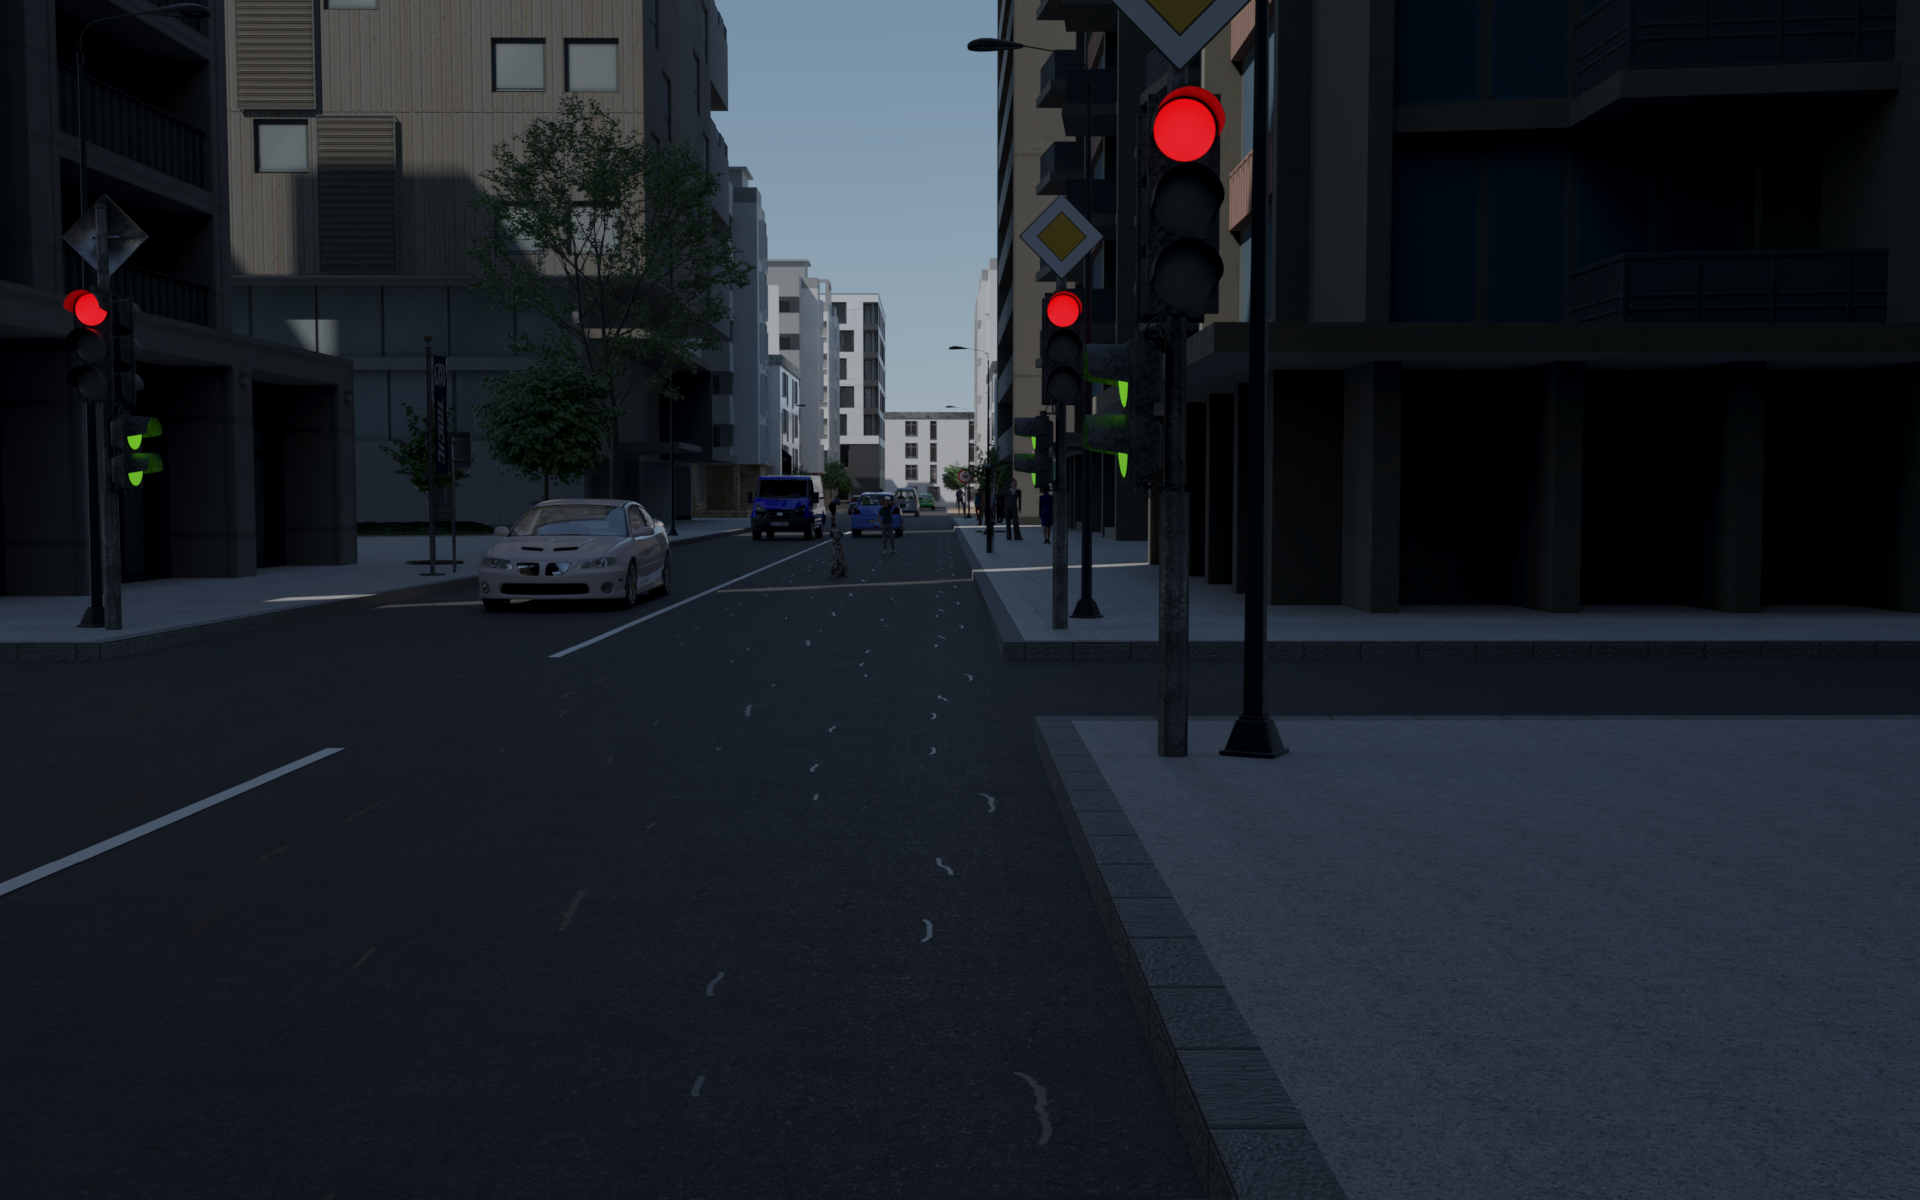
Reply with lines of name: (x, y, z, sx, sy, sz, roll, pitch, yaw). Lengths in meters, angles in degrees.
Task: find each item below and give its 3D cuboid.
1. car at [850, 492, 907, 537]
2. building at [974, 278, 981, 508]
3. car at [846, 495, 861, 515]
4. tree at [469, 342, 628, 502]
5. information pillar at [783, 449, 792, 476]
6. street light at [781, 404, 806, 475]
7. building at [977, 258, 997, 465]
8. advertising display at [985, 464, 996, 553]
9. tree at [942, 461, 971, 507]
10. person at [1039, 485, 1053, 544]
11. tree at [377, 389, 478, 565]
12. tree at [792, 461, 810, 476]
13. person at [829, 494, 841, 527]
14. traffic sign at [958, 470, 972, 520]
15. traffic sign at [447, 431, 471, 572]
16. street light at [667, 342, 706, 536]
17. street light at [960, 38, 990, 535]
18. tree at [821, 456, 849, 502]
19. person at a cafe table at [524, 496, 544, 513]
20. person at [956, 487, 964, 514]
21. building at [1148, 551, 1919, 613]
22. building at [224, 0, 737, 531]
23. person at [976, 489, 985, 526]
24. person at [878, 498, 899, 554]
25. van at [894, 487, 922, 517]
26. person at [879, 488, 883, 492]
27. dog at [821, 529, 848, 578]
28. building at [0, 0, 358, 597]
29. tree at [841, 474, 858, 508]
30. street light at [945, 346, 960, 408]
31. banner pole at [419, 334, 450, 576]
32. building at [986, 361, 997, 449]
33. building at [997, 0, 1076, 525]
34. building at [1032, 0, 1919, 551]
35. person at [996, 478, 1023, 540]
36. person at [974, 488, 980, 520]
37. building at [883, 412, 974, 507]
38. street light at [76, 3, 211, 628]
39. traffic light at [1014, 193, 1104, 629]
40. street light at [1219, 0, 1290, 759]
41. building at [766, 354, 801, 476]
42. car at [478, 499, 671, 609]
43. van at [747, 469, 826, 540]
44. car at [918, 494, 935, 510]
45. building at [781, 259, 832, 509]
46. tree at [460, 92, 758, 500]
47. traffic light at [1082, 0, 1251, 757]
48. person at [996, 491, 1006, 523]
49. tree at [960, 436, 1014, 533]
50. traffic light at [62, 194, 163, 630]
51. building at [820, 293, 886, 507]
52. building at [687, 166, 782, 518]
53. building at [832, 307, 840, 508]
car: (-2.801, -3.037, 59.248, 1.945, 1.707, 3.694, 0, 4, -1)
building: (9.920, -17.363, 150.338, 16.747, 18.905, 31.486, 0, 4, -1)
car: (-6.869, -6.560, 119.838, 1.945, 1.354, 3.894, 0, 4, -2)
tree: (-8.882, -3.293, 37.555, 4.285, 4.588, 4.351, 0, 3, 0)
information pillar: (-8.831, -5.945, 88.552, 0.504, 3.616, 0.183, 0, 4, 8)
street light: (-8.673, -7.171, 89.791, 1.470, 5.913, 1.316, 0, 4, -1)
building: (9.354, -16.657, 128.764, 16.016, 20.091, 11.380, 0, 4, -1)
advertising display: (0.665, -2.004, 37.984, 0.123, 1.923, 0.974, 1, 4, 8)
tree: (-0.356, -11.333, 169.007, 4.285, 4.588, 4.351, 0, 3, 0)
person: (2.248, -2.219, 44.692, 0.453, 1.535, 0.546, 0, 4, -6)
tree: (-9.572, -2.267, 31.663, 1.663, 3.219, 1.824, 0, 3, 0)
tree: (-9.621, -6.866, 106.863, 1.663, 3.219, 1.824, 0, 3, 0)
person: (-5.473, -3.922, 75.856, 0.421, 1.427, 0.697, 2, 4, 35)
traffic sign: (0.259, -5.290, 86.595, 0.768, 2.556, 0.104, 0, 4, 0)
traffic sign: (-8.270, -1.599, 28.277, 0.606, 2.300, 0.079, 0, 4, 6)
street light: (-8.304, -4.932, 53.177, 1.470, 5.913, 1.316, 0, 4, -1)
street light: (0.774, -2.769, 17.819, 1.470, 5.913, 1.316, 0, 4, -1)
tree: (-11.075, -10.083, 148.563, 4.285, 4.588, 4.351, 0, 3, 0)
person at a cafe table: (-12.821, -2.655, 54.272, 1.698, 1.238, 1.726, 1, 4, 14)
person: (0.073, -6.578, 114.043, 0.683, 1.767, 0.568, -1, 4, -14)
building: (16.853, -22.775, 26.991, 28.867, 44.769, 22.147, 0, 4, -1)
building: (-24.173, -29.417, 70.202, 28.713, 52.752, 27.495, 0, 4, -1)
person: (0.928, -3.917, 70.779, 0.600, 1.739, 0.565, 2, 4, 26)
person: (-1.724, -1.791, 41.690, 0.435, 1.345, 0.340, -2, 4, -24)
van: (-3.424, -6.293, 109.896, 2.013, 2.044, 4.112, 0, 4, 0)
person: (-4.050, -4.897, 89.395, 0.431, 1.722, 0.655, -1, 4, -9)
dog: (-2.210, -0.807, 30.026, 0.513, 0.831, 0.800, 2, 4, 29)
building: (-21.227, -35.890, 25.047, 20.563, 71.187, 20.611, 0, 4, -1)
tree: (-10.228, -10.108, 159.862, 1.663, 3.219, 1.824, 0, 3, 0)
street light: (0.345, -5.009, 54.432, 1.470, 5.913, 1.316, 0, 4, -1)
banner pole: (-8.285, -2.289, 27.437, 0.401, 3.779, 0.863, 1, 4, 9)
building: (6.567, -10.227, 109.362, 9.099, 9.664, 28.070, 0, 4, -1)
building: (12.708, -27.900, 79.862, 21.300, 48.544, 21.600, 0, 4, -1)
building: (13.784, -24.450, 54.380, 22.147, 44.769, 28.867, 0, 4, -1)
person: (1.355, -2.517, 47.993, 0.742, 1.727, 0.445, -1, 4, -20)
person: (0.885, -4.688, 84.394, 0.444, 1.614, 0.593, 0, 4, 4)
building: (6.185, -14.637, 181.467, 28.070, 9.664, 9.099, 0, 4, -1)
street light: (-7.798, -2.693, 16.565, 1.470, 5.913, 1.316, 0, 4, -1)
traffic light: (0.935, -1.679, 16.375, 0.839, 4.253, 0.868, 0, 4, -1)
street light: (0.913, -2.192, 8.376, 1.470, 5.913, 1.316, 0, 4, -1)
building: (-15.375, -10.764, 118.142, 9.099, 9.664, 28.070, 0, 4, -1)
car: (-5.020, -0.655, 23.075, 2.083, 1.381, 4.827, 0, 4, -1)
van: (-5.469, -3.119, 55.373, 2.240, 2.365, 5.245, 0, 4, 1)
car: (-3.164, -8.954, 155.189, 1.959, 1.807, 4.718, 0, 4, -2)
building: (-18.772, -17.190, 137.473, 16.016, 20.091, 11.380, 0, 4, -1)
tree: (-9.446, -7.377, 46.364, 9.928, 11.665, 9.643, 0, 3, 0)
traffic light: (1.026, -1.191, 8.391, 0.839, 4.253, 0.868, 0, 4, -1)
person: (1.787, -4.159, 76.305, 0.482, 1.546, 0.388, 2, 4, 24)
tree: (1.098, -3.874, 57.944, 1.663, 3.219, 1.824, 0, 3, 0)
traffic light: (-7.986, -1.672, 16.258, 0.839, 4.253, 0.868, 0, 4, -1)
building: (-24.749, -21.174, 190.162, 32.646, 21.610, 27.936, 0, 4, -1)
building: (-18.852, -14.781, 98.094, 16.016, 20.091, 11.380, 0, 4, -1)
building: (-16.939, -18.505, 158.971, 11.380, 20.091, 16.016, 0, 4, -1)
